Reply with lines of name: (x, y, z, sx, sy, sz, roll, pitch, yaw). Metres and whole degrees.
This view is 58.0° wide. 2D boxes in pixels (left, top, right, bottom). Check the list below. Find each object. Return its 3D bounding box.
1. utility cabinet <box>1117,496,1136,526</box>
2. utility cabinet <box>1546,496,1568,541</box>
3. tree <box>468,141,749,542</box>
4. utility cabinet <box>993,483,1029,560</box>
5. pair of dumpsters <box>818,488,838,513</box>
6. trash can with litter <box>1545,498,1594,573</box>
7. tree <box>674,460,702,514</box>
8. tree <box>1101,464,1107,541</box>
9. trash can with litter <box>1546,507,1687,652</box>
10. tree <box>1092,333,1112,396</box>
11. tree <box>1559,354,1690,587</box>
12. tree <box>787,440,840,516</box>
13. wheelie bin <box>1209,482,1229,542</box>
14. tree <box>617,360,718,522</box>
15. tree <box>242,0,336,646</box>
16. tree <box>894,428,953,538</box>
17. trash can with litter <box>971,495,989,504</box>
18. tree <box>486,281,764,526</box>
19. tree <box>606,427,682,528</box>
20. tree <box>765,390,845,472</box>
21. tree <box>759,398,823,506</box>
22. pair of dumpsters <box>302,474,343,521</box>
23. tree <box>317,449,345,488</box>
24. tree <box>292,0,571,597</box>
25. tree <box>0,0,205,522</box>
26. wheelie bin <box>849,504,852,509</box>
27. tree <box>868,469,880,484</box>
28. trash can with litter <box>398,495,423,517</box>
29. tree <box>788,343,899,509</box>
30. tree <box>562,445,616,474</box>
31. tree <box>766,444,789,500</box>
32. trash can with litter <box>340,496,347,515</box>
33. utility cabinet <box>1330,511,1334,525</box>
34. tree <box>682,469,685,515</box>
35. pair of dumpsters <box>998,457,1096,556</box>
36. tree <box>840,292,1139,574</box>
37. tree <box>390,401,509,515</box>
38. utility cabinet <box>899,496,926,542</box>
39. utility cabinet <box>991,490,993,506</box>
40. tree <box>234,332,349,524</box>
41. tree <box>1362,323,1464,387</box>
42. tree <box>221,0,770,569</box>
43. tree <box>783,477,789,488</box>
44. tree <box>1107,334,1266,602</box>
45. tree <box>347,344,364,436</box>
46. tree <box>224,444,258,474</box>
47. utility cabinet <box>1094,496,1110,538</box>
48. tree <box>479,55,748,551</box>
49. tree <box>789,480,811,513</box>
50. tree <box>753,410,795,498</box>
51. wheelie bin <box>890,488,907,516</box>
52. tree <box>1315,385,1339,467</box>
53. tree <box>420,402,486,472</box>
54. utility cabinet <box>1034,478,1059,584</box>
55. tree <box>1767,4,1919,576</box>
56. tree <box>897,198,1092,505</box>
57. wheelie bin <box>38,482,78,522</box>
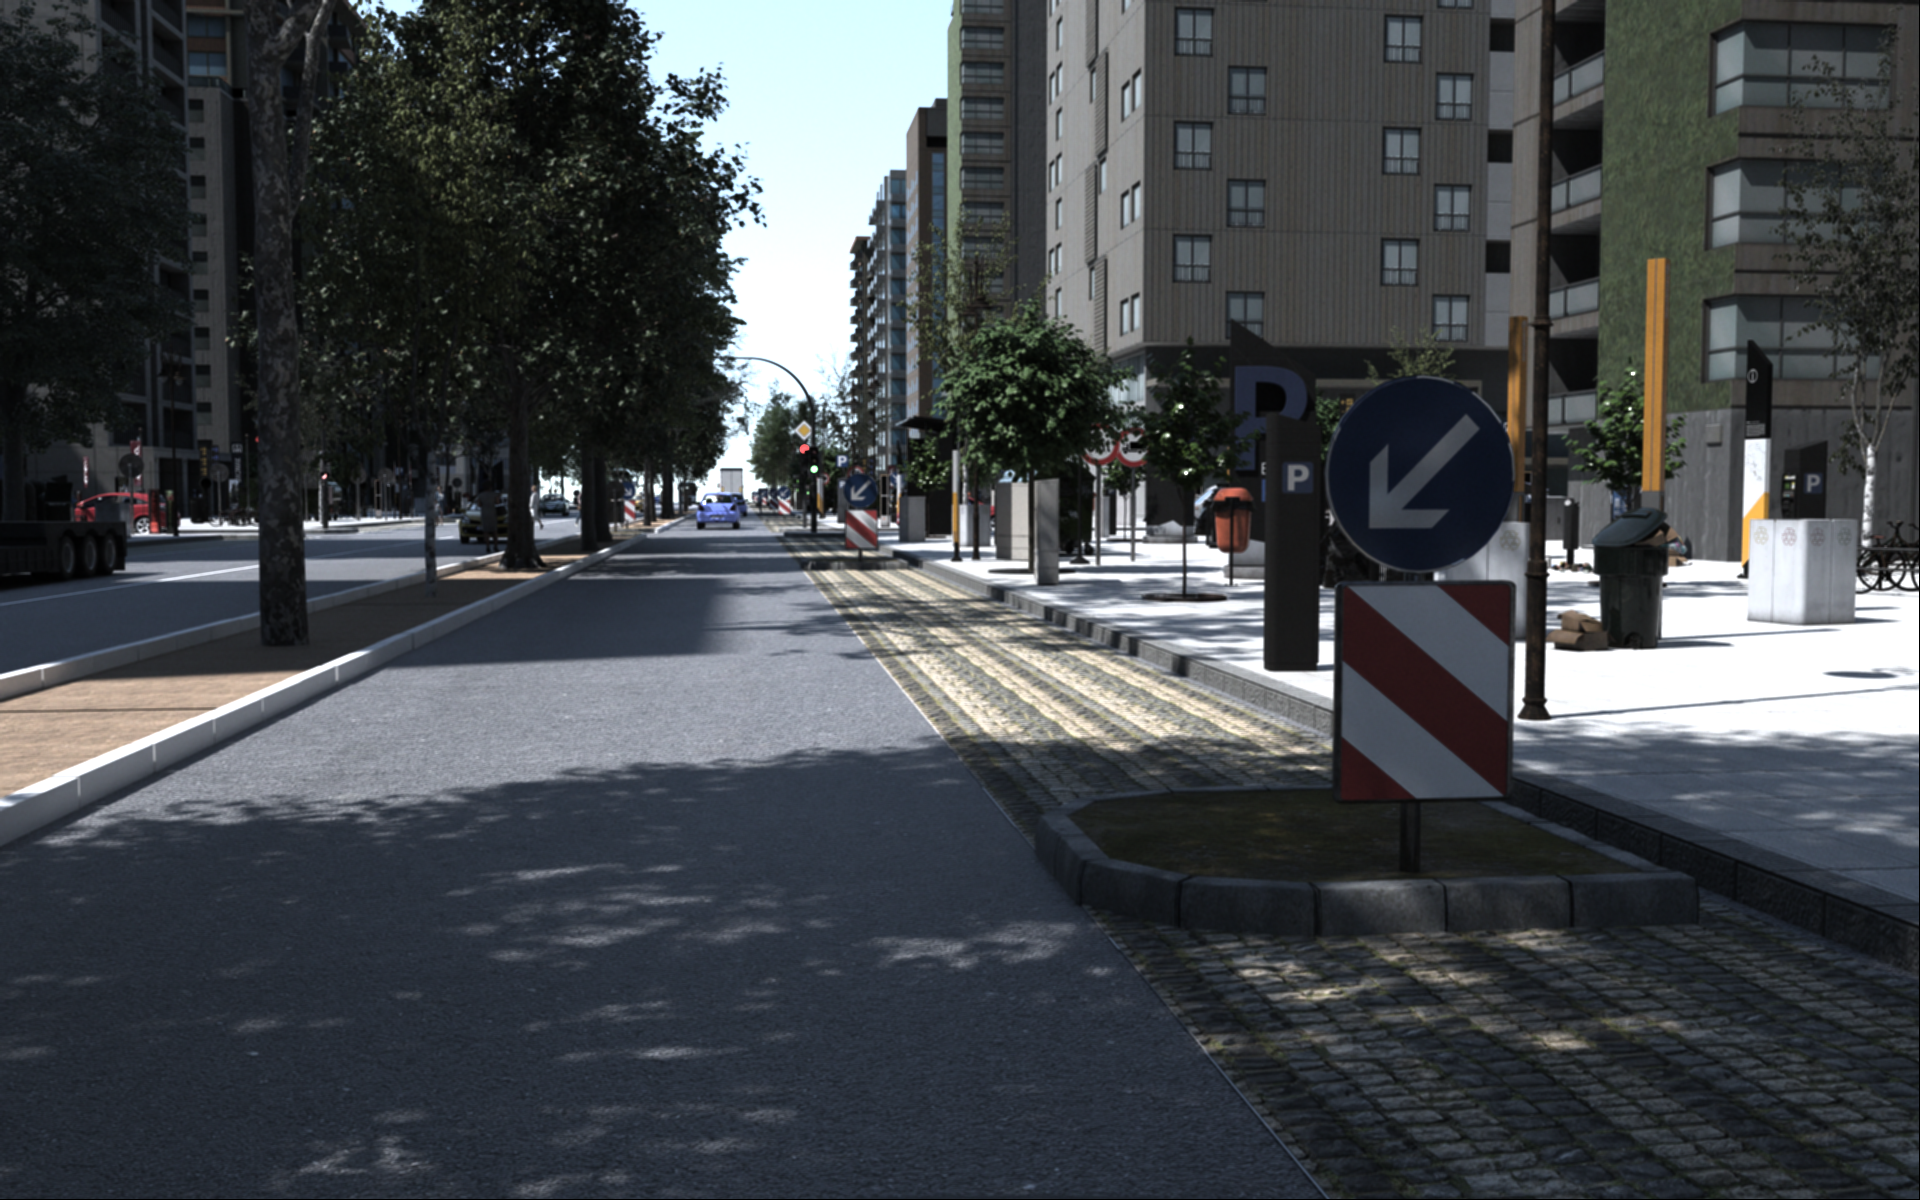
utility cabinet: (6.677, -3.567, 69.479, 0.306, 1.237, 1.020, -2, 4, -27)
utility cabinet: (16.334, -2.250, 47.941, 1.020, 1.237, 0.306, -2, 4, -26)
tree: (-10.735, -8.699, 51.338, 9.857, 13.997, 8.962, 0, 3, 0)
utility cabinet: (1.250, -1.502, 33.230, 1.173, 1.500, 0.318, 3, 5, 39)
pair of dumpsters: (-8.904, -7.020, 117.270, 1.574, 2.255, 4.437, 0, 4, -7)
trash can with litter: (10.214, -1.107, 29.155, 1.678, 1.210, 2.233, 1, 4, 13)
tree: (-20.374, -10.583, 125.853, 4.360, 8.622, 3.978, 0, 3, 0)
tree: (4.447, -3.223, 47.293, 1.663, 3.219, 1.824, 0, 3, 0)
trash can with litter: (5.416, -0.180, 14.325, 1.055, 1.170, 0.624, -2, 4, -28)
tree: (5.180, -7.920, 79.858, 4.737, 8.622, 4.395, 0, 3, 0)
tree: (9.158, -1.800, 24.037, 1.663, 3.219, 1.824, 0, 3, 0)
tree: (-7.497, -7.289, 102.892, 4.285, 4.588, 4.351, 0, 3, 0)
wheelie bin: (7.126, -2.359, 46.482, 0.693, 1.594, 0.980, -3, 4, -36)
tree: (-15.799, -9.780, 88.116, 9.928, 11.665, 9.643, 0, 3, 0)
tree: (-5.081, -9.587, 15.093, 12.611, 20.169, 13.585, 0, 3, 0)
tree: (-0.823, -3.417, 50.468, 1.663, 3.219, 1.824, 0, 3, 0)
trash can with litter: (1.146, -5.423, 99.722, 2.233, 1.210, 1.678, 2, 4, 28)
tree: (-13.916, -10.009, 76.479, 12.009, 13.543, 11.850, 0, 3, 0)
tree: (-13.328, -7.026, 67.690, 4.737, 8.622, 4.395, 0, 3, 0)
tree: (-13.924, -13.454, 154.393, 7.601, 10.594, 8.767, 1, 4, 12)
tree: (-17.928, -15.879, 185.372, 9.928, 11.665, 9.643, 0, 3, 0)
pair of dumpsters: (-30.962, -4.941, 83.275, 1.574, 2.255, 4.437, 0, 4, -7)
tree: (-43.950, -8.356, 120.330, 4.285, 4.588, 4.351, 0, 3, 0)
tree: (-7.398, -4.352, 23.978, 4.737, 8.622, 4.395, 0, 3, 0)
tree: (-24.264, -8.390, 43.838, 9.857, 13.997, 8.962, 0, 3, 0)
wheelie bin: (-8.062, -7.238, 126.249, 0.980, 1.594, 0.693, -1, 4, -17)
tree: (-5.880, -7.491, 117.081, 1.663, 3.219, 1.824, 0, 3, 0)
trash can with litter: (-30.733, -5.272, 97.249, 1.678, 1.210, 2.233, 1, 4, 9)
tree: (-5.349, -8.188, 84.232, 4.360, 8.622, 3.978, 0, 3, 0)
tree: (-42.564, -16.108, 197.780, 8.767, 10.594, 7.601, -1, 4, -17)
tree: (-19.601, -15.004, 195.674, 4.360, 8.622, 3.978, 0, 3, 0)
trash can with litter: (-37.754, -5.813, 106.106, 1.678, 1.210, 2.233, 0, 4, -1)
utility cabinet: (9.296, -1.880, 41.893, 0.306, 1.237, 1.020, 3, 5, 40)
tree: (-18.124, -9.354, 105.751, 4.737, 8.622, 4.395, 0, 3, 0)
pair of dumpsters: (1.880, -2.153, 37.703, 1.574, 2.255, 4.437, 0, 4, -7)
tree: (1.114, -2.729, 28.340, 4.285, 4.588, 4.351, 0, 3, 0)
tree: (-30.568, -10.356, 103.734, 7.601, 10.594, 8.767, -1, 4, -9)
utility cabinet: (-1.284, -2.154, 46.380, 0.306, 1.237, 1.020, 2, 4, 26)
utility cabinet: (2.031, -4.976, 90.033, 0.318, 1.500, 1.173, 2, 4, 32)
tree: (-26.393, -7.211, 68.259, 4.360, 8.622, 3.978, 0, 3, 0)
tree: (19.382, -7.555, 73.890, 4.737, 8.622, 4.395, 0, 3, 0)
tree: (-8.486, -6.946, 33.039, 9.611, 12.733, 9.660, 0, 3, 0)
tree: (-16.862, -11.059, 175.414, 1.663, 3.219, 1.824, 0, 3, 0)
tree: (2.862, -1.612, 20.957, 1.663, 3.219, 1.824, 0, 3, 0)
tree: (-27.465, -7.579, 74.282, 4.360, 8.622, 3.978, 0, 3, 0)
tree: (-46.896, -7.926, 113.311, 4.285, 4.588, 4.351, 0, 3, 0)
utility cabinet: (4.198, -2.454, 51.291, 0.306, 1.237, 1.020, 1, 4, 14)
tree: (-9.169, -7.472, 42.754, 7.486, 12.596, 7.792, 0, 3, 0)
tree: (-10.605, -7.705, 120.575, 1.663, 3.219, 1.824, 0, 3, 0)
tree: (-25.380, -19.239, 232.691, 7.486, 12.596, 7.792, 0, 3, 0)
wheelie bin: (-3.198, -5.096, 91.225, 0.693, 1.594, 0.980, 3, 5, 43)
tree: (10.186, -4.053, 49.973, 4.285, 4.588, 4.351, 0, 3, 0)
tree: (-33.978, -13.106, 124.649, 12.009, 13.543, 11.850, 0, 3, 0)
utility cabinet: (1.226, -0.988, 24.835, 0.318, 1.500, 1.173, 0, 4, 0)
tree: (14.549, -4.696, 27.135, 4.360, 8.622, 3.978, 0, 3, 0)
tree: (0.352, -5.746, 44.314, 4.737, 8.622, 4.395, 0, 3, 0)
wheelie bin: (-24.035, -2.343, 46.213, 0.980, 1.594, 0.693, -1, 4, -15)
